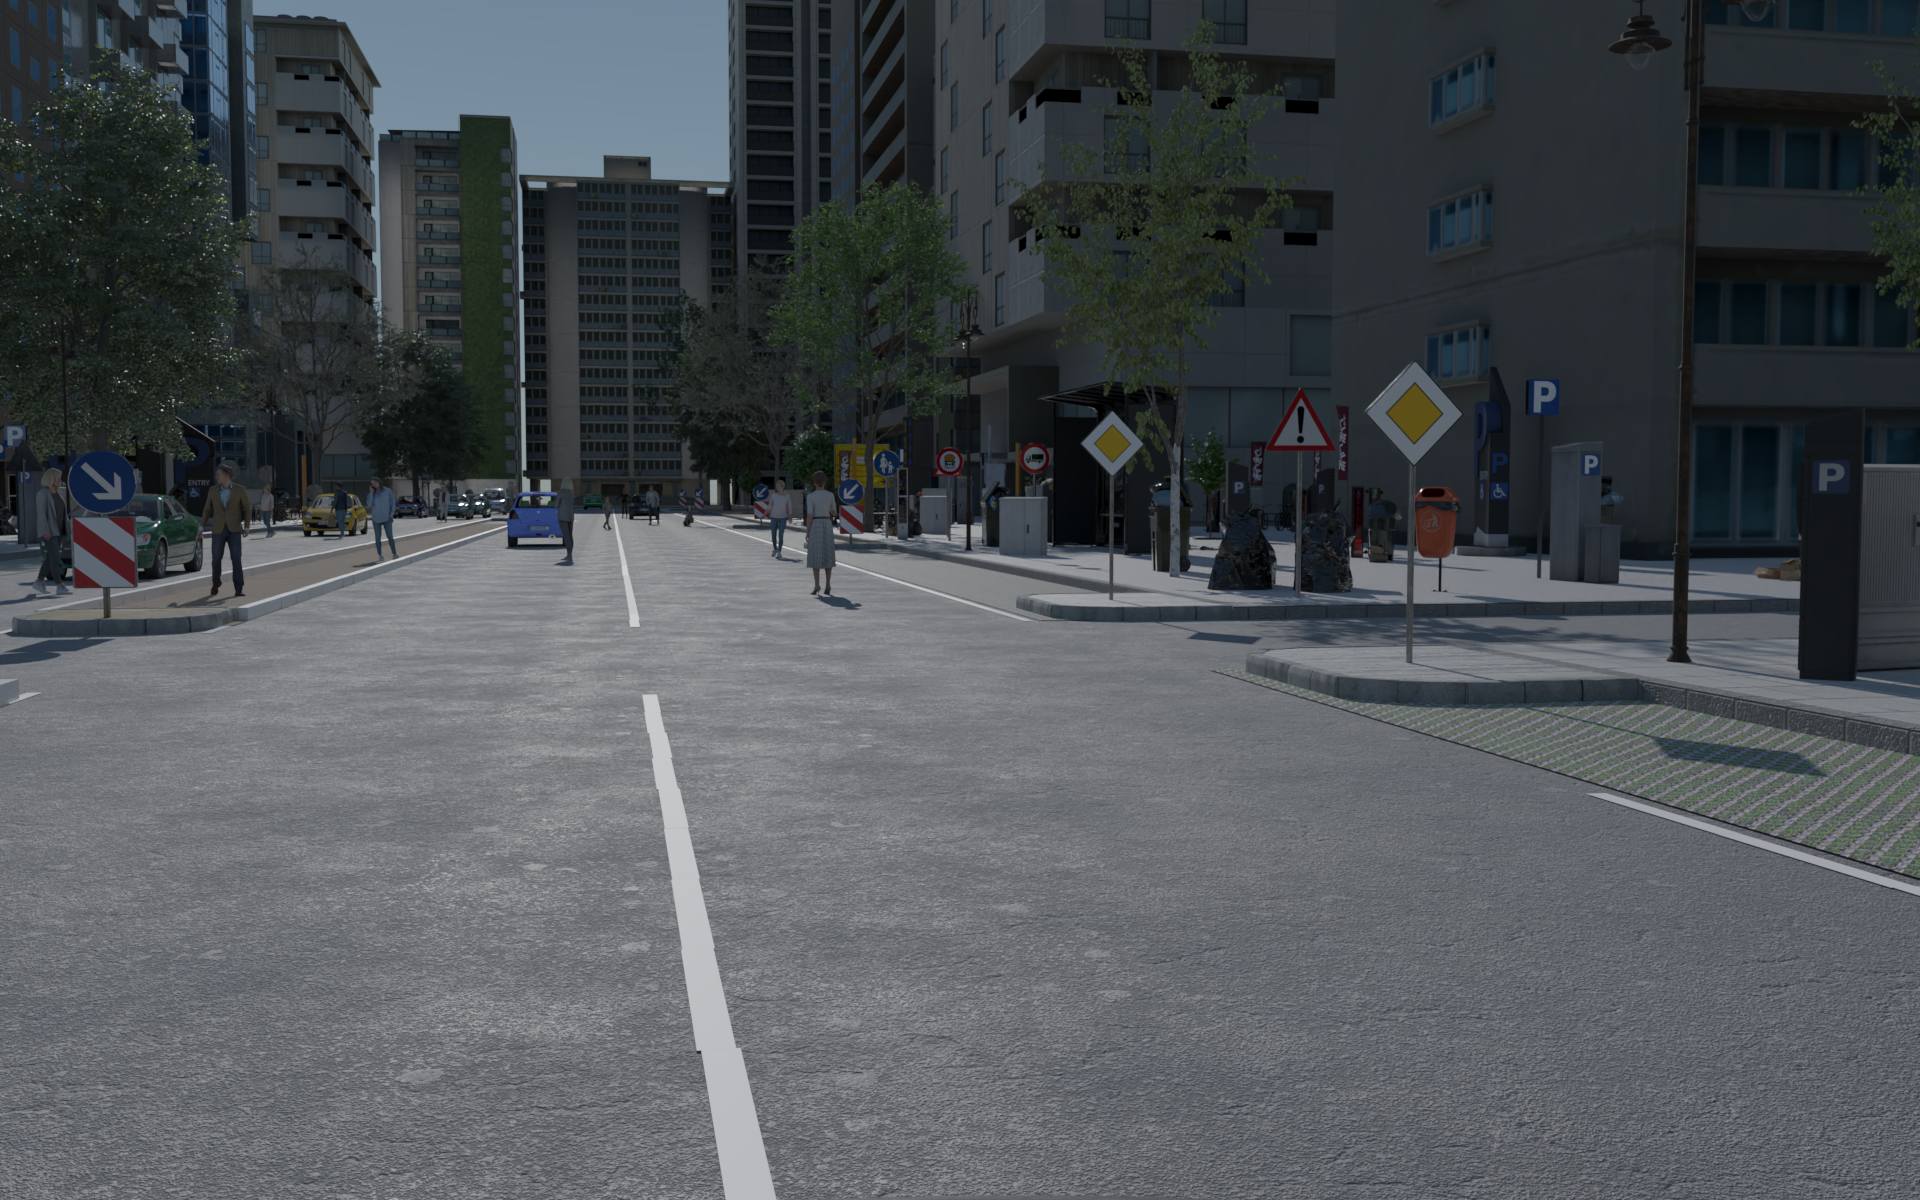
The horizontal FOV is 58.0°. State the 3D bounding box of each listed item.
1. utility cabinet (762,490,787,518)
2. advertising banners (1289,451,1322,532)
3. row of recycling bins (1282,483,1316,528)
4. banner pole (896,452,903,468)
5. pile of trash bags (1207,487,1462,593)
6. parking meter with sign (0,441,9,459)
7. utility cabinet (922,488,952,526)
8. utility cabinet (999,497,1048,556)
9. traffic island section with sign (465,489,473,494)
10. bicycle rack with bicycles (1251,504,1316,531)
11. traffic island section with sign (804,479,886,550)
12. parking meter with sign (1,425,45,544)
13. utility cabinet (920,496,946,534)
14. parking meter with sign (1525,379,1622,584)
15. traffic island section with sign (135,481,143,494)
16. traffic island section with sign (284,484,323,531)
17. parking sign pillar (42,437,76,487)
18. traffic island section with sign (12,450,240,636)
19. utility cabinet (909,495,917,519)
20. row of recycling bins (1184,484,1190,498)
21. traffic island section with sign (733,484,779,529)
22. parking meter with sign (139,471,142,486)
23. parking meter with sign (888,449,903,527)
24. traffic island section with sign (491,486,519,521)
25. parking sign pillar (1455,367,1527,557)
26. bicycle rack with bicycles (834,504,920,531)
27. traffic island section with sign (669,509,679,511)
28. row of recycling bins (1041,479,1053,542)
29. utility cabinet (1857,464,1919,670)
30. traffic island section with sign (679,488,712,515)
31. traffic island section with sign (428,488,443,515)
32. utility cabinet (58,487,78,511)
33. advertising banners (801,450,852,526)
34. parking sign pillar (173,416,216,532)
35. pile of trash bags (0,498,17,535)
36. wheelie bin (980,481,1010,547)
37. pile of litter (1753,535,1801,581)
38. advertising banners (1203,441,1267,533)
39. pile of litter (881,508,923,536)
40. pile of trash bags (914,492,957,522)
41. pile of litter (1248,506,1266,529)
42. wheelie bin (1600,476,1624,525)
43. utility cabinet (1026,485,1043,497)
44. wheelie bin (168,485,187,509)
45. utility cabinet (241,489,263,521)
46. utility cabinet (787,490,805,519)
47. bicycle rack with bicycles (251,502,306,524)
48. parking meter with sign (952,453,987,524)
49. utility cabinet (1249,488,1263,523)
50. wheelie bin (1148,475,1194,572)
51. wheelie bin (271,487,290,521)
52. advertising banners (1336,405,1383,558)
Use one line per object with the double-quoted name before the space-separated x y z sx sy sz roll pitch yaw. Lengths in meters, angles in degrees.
"utility cabinet" -9.593 -4.893 88.673 1.173 1.500 0.318 1 4 9
"advertising banners" 11.463 -3.744 57.398 0.090 3.025 2.074 -1 4 -17
"row of recycling bins" 14.069 -3.605 66.056 3.534 1.692 1.069 0 4 -6
"banner pole" -2.887 -6.087 89.543 0.863 3.779 0.401 0 4 -6
"pile of trash bags" 4.979 -0.825 23.243 3.447 1.369 1.912 2 4 30
"parking meter with sign" -33.643 -3.885 59.787 1.738 3.016 0.543 2 4 34
"utility cabinet" -0.912 -3.645 68.273 1.173 1.500 0.318 0 3 0
"utility cabinet" 1.328 -1.547 36.450 1.020 1.237 0.306 2 4 32
"traffic island section with sign" -40.901 -8.313 144.553 1.989 1.847 2.006 -1 4 -11
"bicycle rack with bicycles" 11.692 -2.907 60.911 2.852 0.926 2.925 0 4 -7
"traffic island section with sign" -3.057 -2.242 45.280 1.989 1.847 2.006 -1 4 -11
"parking meter with sign" -24.005 -2.971 44.837 0.543 3.016 1.738 0 4 -3
"utility cabinet" -0.823 -2.750 56.124 1.020 1.237 0.306 3 4 36
"parking meter with sign" 9.067 -1.790 25.520 0.543 3.016 1.738 -1 4 -17
"traffic island section with sign" -20.105 -2.023 41.698 1.989 1.847 2.006 -1 4 -11
"traffic island section with sign" -25.505 -3.656 68.403 1.989 1.847 2.006 -1 4 -11
"parking sign pillar" -35.652 -4.907 68.704 1.447 3.967 1.447 2 4 34
"traffic island section with sign" -8.955 -0.633 18.493 2.006 1.907 1.989 -1 4 -11
"utility cabinet" -2.204 -4.755 88.899 0.306 1.237 1.020 2 4 33
"row of recycling bins" 6.332 -2.930 55.023 1.069 1.692 3.534 2 4 29
"traffic island section with sign" -8.396 -3.858 71.704 1.989 1.847 2.006 -1 4 -11
"parking meter with sign" -27.750 -3.770 57.901 1.738 3.016 0.543 -1 4 -11
"parking meter with sign" -2.422 -4.336 67.146 0.543 3.016 1.738 -1 4 -21
"traffic island section with sign" -23.852 -5.138 92.146 2.006 1.907 1.989 -1 4 -11
"parking sign pillar" 11.101 -2.914 36.121 1.447 3.967 1.447 0 4 4
"bicycle rack with bicycles" -2.681 -2.903 60.839 2.925 0.926 2.852 1 4 14
"traffic island section with sign" -23.920 -8.554 148.491 1.989 1.847 2.006 -1 4 -11
"row of recycling bins" 3.731 -2.370 45.862 3.534 1.692 1.069 1 4 22
"utility cabinet" 6.802 -0.244 12.673 1.173 1.500 0.318 -1 4 -22
"traffic island section with sign" -18.449 -6.900 121.450 1.989 1.847 2.006 -1 4 -11
"traffic island section with sign" -35.522 -6.689 117.987 1.989 1.847 2.006 -1 4 -11
"utility cabinet" -28.372 -2.870 55.609 0.318 1.500 1.173 2 4 31
"advertising banners" -5.333 -4.468 69.235 2.074 3.025 0.090 0 4 4
"parking sign pillar" -26.303 -4.347 59.542 1.447 3.967 1.447 -1 4 -13
"pile of trash bags" -30.963 -2.711 54.081 3.447 1.369 1.912 3 5 40
"wheelie bin" 0.878 -2.109 42.393 0.693 1.594 0.980 -1 4 -11
"pile of litter" 12.574 -0.739 26.041 1.176 0.858 1.719 2 4 33
"advertising banners" 9.161 -3.760 57.665 2.074 3.025 0.090 0 4 1
"pile of litter" -1.833 -2.432 53.730 1.176 0.858 1.719 3 5 43
"pile of trash bags" -1.237 -4.281 79.744 1.912 1.369 3.447 -2 4 -24
"pile of litter" 10.675 -3.056 63.924 1.176 0.858 1.719 -1 4 -20
"wheelie bin" 11.038 -1.361 30.158 0.980 1.594 0.693 1 4 9
"utility cabinet" 1.903 -2.206 44.744 0.318 1.500 1.173 0 4 -5
"wheelie bin" -25.862 -3.013 57.170 0.693 1.594 0.980 -2 4 -28
"utility cabinet" -33.655 -4.486 82.033 1.173 1.500 0.318 0 3 0
"utility cabinet" -8.584 -4.953 89.656 1.173 1.500 0.318 -3 4 -36
"bicycle rack with bicycles" -30.964 -3.962 78.167 2.925 0.926 2.852 3 4 37
"parking meter with sign" 0.231 -4.736 73.699 1.738 3.016 0.543 1 4 14
"utility cabinet" 10.897 -3.491 65.760 1.173 1.500 0.318 -1 4 -14
"wheelie bin" 3.490 -1.278 28.798 0.693 1.594 0.980 0 4 -5
"wheelie bin" -32.377 -4.556 82.401 0.980 1.594 0.693 -2 4 -28
"advertising banners" 8.060 -2.373 34.994 0.090 3.025 2.074 3 5 39
